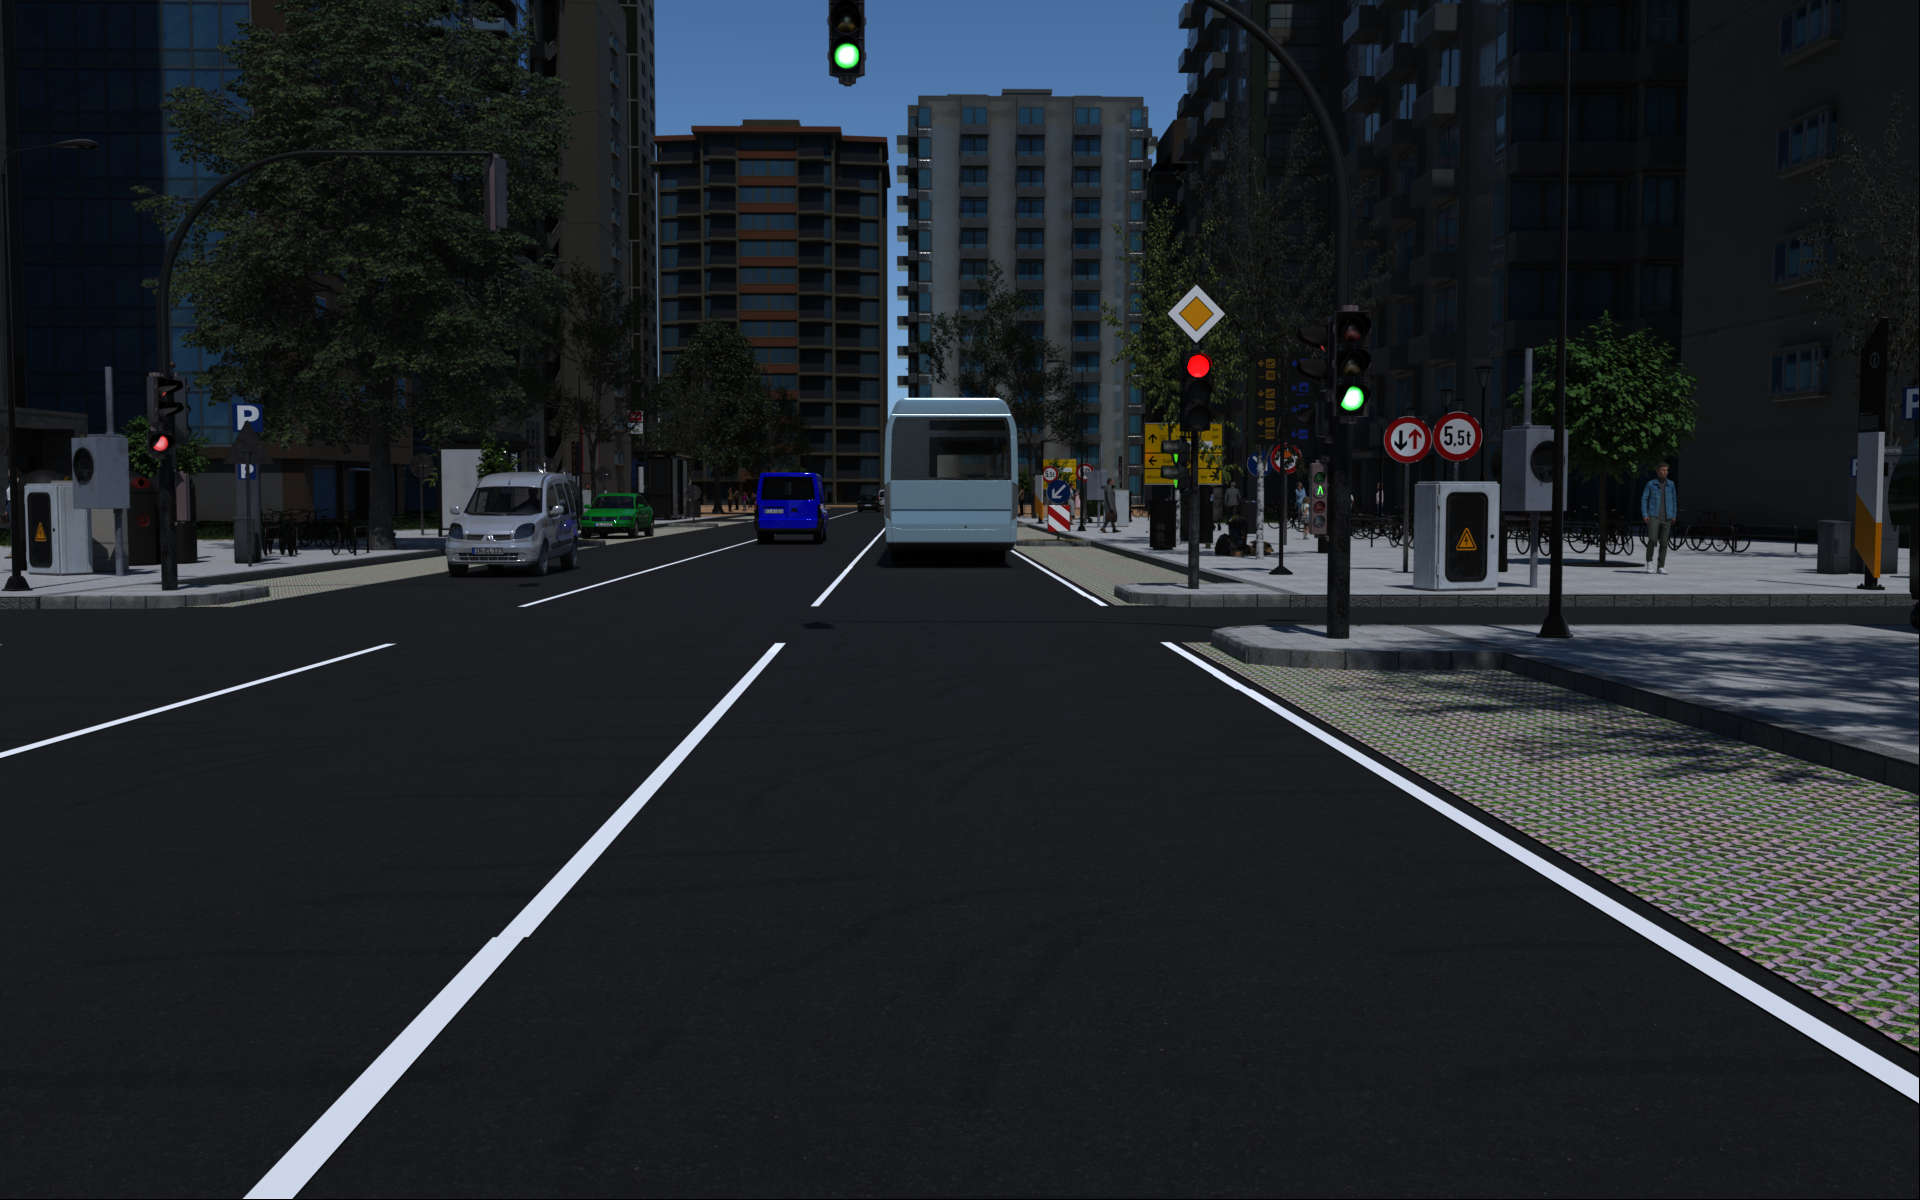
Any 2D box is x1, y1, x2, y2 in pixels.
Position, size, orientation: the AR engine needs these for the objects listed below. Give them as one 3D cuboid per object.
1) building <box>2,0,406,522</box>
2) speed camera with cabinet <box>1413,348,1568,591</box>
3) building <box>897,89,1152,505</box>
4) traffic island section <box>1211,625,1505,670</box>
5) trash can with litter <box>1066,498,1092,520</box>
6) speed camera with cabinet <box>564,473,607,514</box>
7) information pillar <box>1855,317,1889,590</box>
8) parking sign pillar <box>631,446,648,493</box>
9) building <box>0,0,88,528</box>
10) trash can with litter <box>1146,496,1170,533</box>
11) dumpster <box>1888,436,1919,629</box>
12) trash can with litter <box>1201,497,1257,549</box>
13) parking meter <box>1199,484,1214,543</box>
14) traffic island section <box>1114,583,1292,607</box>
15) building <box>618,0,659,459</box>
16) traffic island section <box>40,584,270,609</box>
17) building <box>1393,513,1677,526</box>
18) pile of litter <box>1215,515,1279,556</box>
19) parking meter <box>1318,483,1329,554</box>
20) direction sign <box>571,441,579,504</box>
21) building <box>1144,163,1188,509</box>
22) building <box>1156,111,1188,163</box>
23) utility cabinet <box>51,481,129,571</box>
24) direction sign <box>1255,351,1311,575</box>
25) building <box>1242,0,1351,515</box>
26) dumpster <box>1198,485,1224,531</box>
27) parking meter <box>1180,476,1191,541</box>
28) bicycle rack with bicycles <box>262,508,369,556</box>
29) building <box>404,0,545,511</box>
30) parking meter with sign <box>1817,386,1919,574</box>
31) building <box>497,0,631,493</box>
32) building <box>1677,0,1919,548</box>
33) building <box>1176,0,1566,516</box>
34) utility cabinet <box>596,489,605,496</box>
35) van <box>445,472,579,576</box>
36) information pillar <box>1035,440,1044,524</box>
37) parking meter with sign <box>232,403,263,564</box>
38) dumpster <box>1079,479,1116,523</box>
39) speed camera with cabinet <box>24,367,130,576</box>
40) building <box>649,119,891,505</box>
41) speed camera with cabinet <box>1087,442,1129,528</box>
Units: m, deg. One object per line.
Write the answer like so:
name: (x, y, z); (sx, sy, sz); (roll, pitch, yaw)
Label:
building: (-32.907, -25.956, 74.490); (14.600, 45.320, 14.200); (0, 4, -1)
speed camera with cabinet: (7.132, -1.767, 23.231); (2.038, 3.252, 0.660); (-1, 4, -18)
building: (7.750, -35.965, 207.640); (30.456, 49.044, 23.786); (0, 4, -1)
traffic island section: (3.381, 0.417, 15.455); (2.009, 0.180, 2.903); (0, 4, -1)
trash can with litter: (5.932, -4.662, 87.287); (2.233, 1.210, 1.678); (-2, 4, -33)
speed camera with cabinet: (-16.600, -5.031, 76.593); (0.660, 3.252, 2.038); (3, 5, 41)
information pillar: (12.235, -1.951, 23.250); (0.183, 3.616, 0.504); (0, 4, -4)
parking sign pillar: (-17.700, -6.612, 96.585); (1.447, 3.967, 1.447); (2, 4, 25)
building: (-36.682, -37.175, 46.068); (20.563, 71.187, 20.611); (0, 4, -1)
trash can with litter: (7.015, -2.850, 57.653); (1.678, 1.210, 2.233); (0, 4, 1)
dumpster: (9.630, -0.802, 15.614); (1.502, 2.255, 1.985); (0, 4, -2)
trash can with litter: (6.442, -1.822, 40.853); (2.233, 1.210, 1.678); (-1, 4, -14)
parking meter: (6.420, -2.249, 45.179); (0.372, 1.533, 0.369); (0, 3, 0)
traffic island section: (3.181, -0.071, 23.438); (2.009, 0.180, 2.903); (0, 4, -1)
building: (-47.461, -46.798, 203.402); (20.611, 71.187, 20.563); (0, 4, -1)
traffic island section: (-10.556, -0.050, 23.099); (2.009, 0.180, 2.903); (0, 4, -1)
building: (31.061, -28.265, 81.735); (23.786, 49.044, 30.456); (0, 4, -1)
pile of litter: (6.058, -1.369, 36.356); (1.719, 0.858, 1.176); (-2, 4, -27)
parking meter: (7.944, -1.779, 37.493); (0.372, 1.533, 0.369); (0, 3, 0)
direction sign: (-16.504, -5.046, 74.498); (0.379, 3.537, 0.876); (1, 4, 10)
building: (23.242, -23.385, 154.050); (14.160, 30.474, 14.107); (0, 4, -1)
building: (30.949, -33.815, 202.988); (14.200, 45.320, 14.600); (0, 4, -1)
utility cabinet: (-14.309, -1.212, 28.503); (1.173, 1.500, 0.318); (1, 4, 11)
direction sign: (5.126, -2.175, 27.562); (0.876, 3.537, 0.379); (0, 4, -4)
building: (24.985, -26.036, 109.282); (14.154, 41.232, 14.086); (0, 4, -1)
dumpster: (8.575, -3.384, 61.087); (1.264, 1.857, 1.865); (0, 4, -1)
parking meter: (6.118, -2.536, 47.167); (0.399, 1.863, 0.255); (0, 4, 6)
bicycle rack with bicycles: (-13.751, -1.422, 36.637); (2.852, 0.926, 2.925); (-1, 4, -9)
building: (-39.751, -48.832, 111.081); (22.319, 86.520, 31.000); (0, 4, -1)
parking meter with sign: (14.685, -1.933, 27.866); (1.738, 3.016, 0.543); (-1, 4, -15)
building: (-40.726, -32.102, 148.571); (21.600, 48.544, 21.300); (0, 4, -1)
building: (32.781, -25.953, 48.035); (21.600, 48.544, 21.300); (0, 4, -1)
building: (28.730, -31.301, 131.373); (23.786, 49.044, 30.456); (0, 4, -1)
utility cabinet: (-15.558, -4.031, 74.588); (0.318, 1.500, 1.173); (-2, 4, -24)
van: (-8.078, -1.494, 31.435); (2.013, 2.044, 4.112); (0, 4, -1)
information pillar: (3.427, -5.108, 74.875); (0.183, 3.616, 0.504); (-3, 4, -36)
parking meter with sign: (-13.459, -2.228, 32.688); (0.543, 3.016, 1.738); (-1, 4, -19)
dumpster: (6.123, -4.557, 77.007); (1.502, 2.255, 1.985); (0, 4, -1)
speed camera with cabinet: (-13.904, -2.011, 27.220); (2.038, 3.252, 0.660); (2, 4, 33)
building: (-22.745, -33.690, 205.457); (28.867, 44.769, 22.147); (0, 4, -1)
speed camera with cabinet: (5.722, -4.440, 66.938); (0.660, 3.252, 2.038); (3, 5, 41)
